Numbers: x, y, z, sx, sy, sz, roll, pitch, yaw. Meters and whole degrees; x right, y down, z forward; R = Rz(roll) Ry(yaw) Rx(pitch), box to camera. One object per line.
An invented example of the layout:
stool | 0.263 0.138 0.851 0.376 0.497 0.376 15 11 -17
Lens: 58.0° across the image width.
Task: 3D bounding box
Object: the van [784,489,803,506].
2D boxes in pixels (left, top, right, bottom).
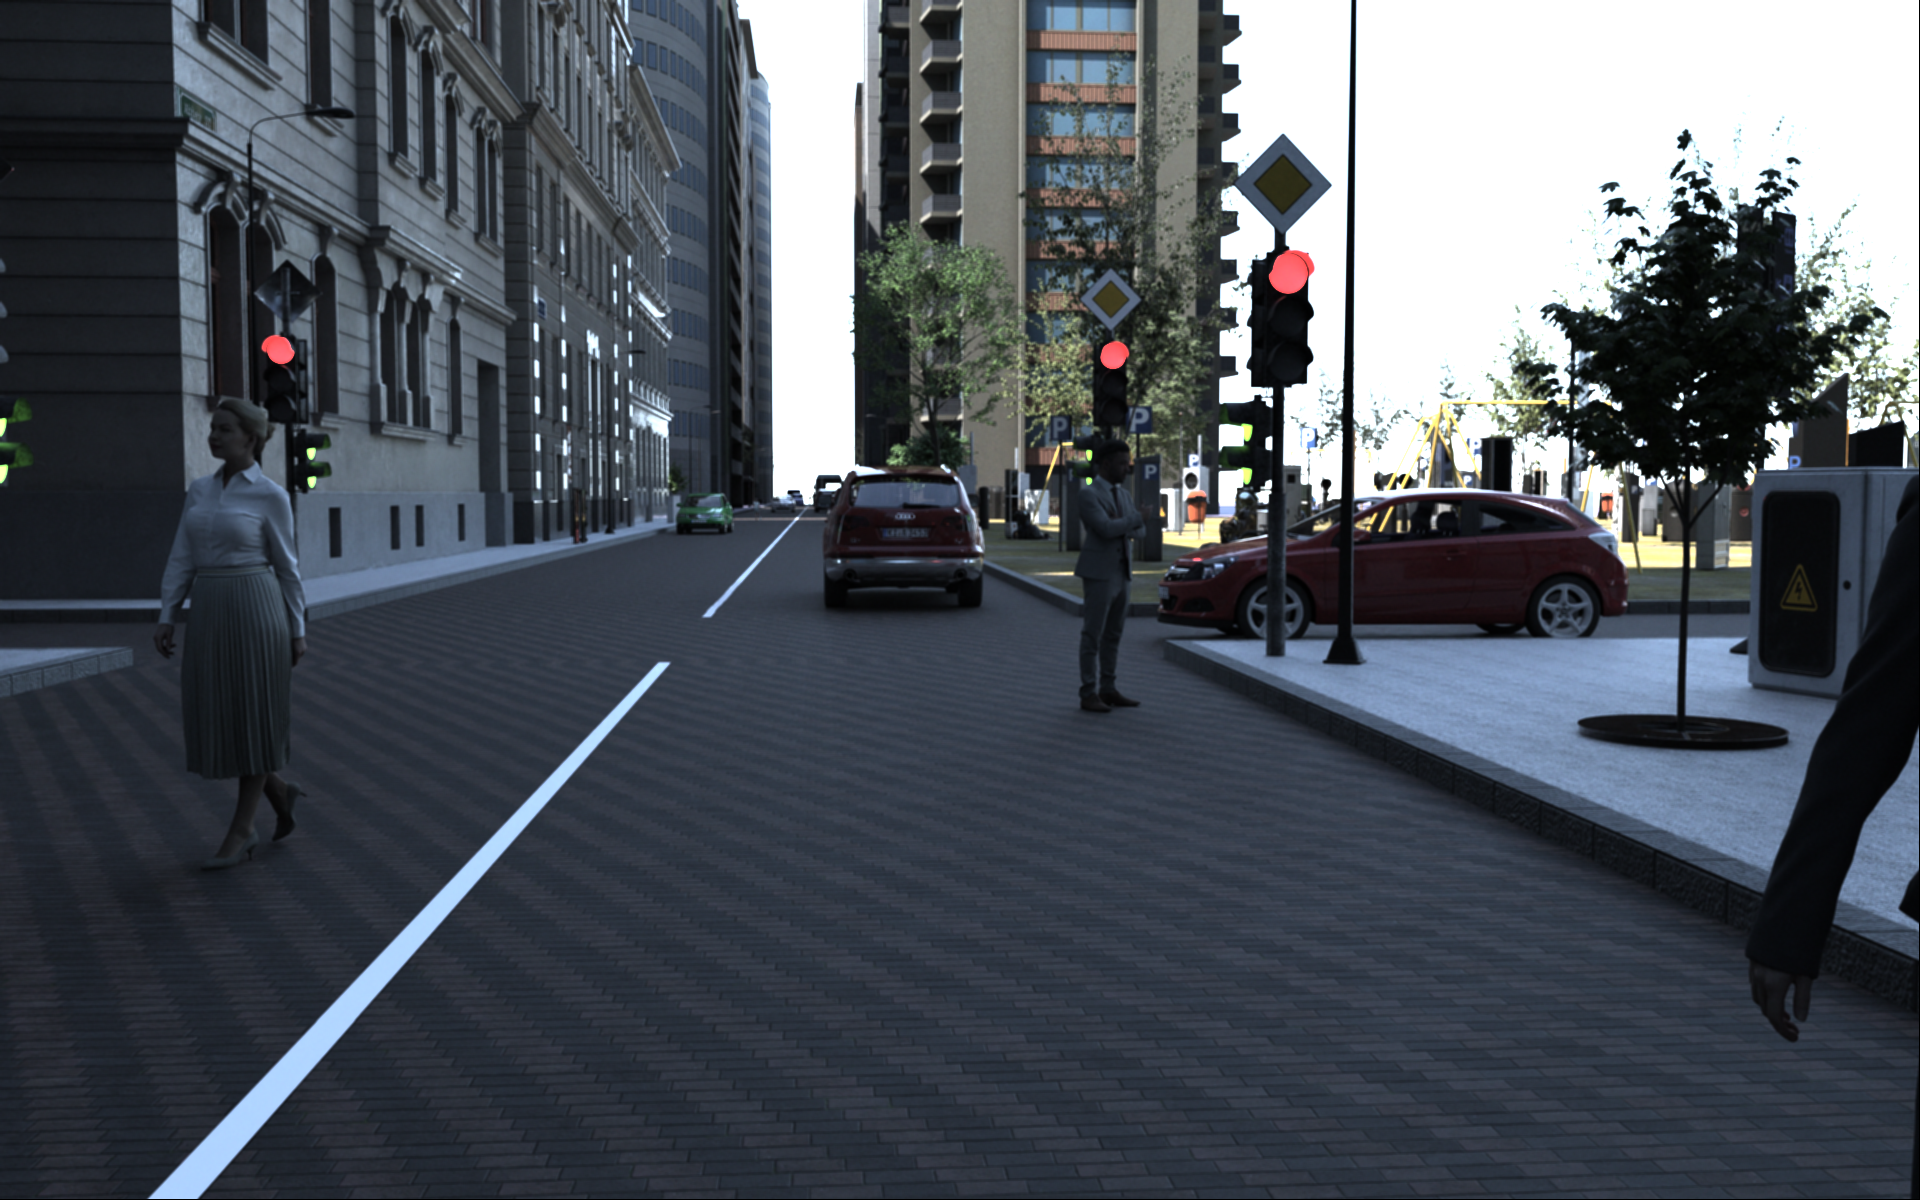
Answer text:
van | -19.868 -12.396 207.060 2.240 2.365 5.245 0 4 -6

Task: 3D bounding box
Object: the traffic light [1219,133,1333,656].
traffic light | 2.490 -1.513 13.652 0.839 4.253 0.868 0 4 -5

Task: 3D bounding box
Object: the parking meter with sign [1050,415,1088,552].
parking meter with sign | 2.783 -2.622 39.133 0.543 3.016 1.738 3 5 41

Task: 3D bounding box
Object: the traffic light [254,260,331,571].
traffic light | -8.033 -1.950 20.796 0.839 4.253 0.868 0 4 -5

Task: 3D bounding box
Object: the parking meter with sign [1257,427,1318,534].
parking meter with sign | 8.486 -2.983 45.040 1.738 3.016 0.543 -2 4 -35

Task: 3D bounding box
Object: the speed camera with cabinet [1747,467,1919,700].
speed camera with cabinet | 5.778 -0.991 10.534 0.660 3.252 2.038 -1 4 -17

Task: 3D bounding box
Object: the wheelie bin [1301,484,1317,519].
wheelie bin | 10.410 -2.752 52.903 0.980 1.594 0.693 1 4 13

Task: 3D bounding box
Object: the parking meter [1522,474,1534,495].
parking meter | 16.790 -2.784 51.234 0.255 1.863 0.399 2 4 32

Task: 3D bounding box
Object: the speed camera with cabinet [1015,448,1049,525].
speed camera with cabinet | 2.954 -4.833 73.352 0.660 3.252 2.038 -2 4 -34

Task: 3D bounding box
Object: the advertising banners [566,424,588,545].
advertising banners | -9.850 -2.953 44.468 0.090 3.025 2.074 0 4 1

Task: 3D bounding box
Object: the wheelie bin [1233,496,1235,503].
wheelie bin | 12.449 -4.163 75.973 0.980 1.594 0.693 1 4 19

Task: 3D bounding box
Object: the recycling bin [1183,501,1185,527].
recycling bin | 8.156 -3.304 66.581 0.722 1.027 0.722 -3 5 -41

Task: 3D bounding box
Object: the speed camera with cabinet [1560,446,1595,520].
speed camera with cabinet | 25.614 -4.740 71.842 2.038 3.252 0.660 -3 5 -45

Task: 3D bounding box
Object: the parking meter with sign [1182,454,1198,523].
parking meter with sign | 9.982 -4.894 76.273 0.543 3.016 1.738 -1 4 -12

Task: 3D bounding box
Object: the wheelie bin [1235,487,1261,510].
wheelie bin | 10.394 -3.315 62.102 0.693 1.594 0.980 1 4 19

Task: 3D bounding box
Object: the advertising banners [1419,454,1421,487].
advertising banners | 18.516 -4.478 69.406 0.090 3.025 2.074 1 4 21

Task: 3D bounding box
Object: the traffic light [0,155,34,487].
traffic light | -7.387 -1.463 12.837 0.839 4.253 0.868 0 4 -5

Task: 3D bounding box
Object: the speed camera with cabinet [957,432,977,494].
speed camera with cabinet | 0.124 -3.770 55.975 0.660 3.252 2.038 0 4 -6

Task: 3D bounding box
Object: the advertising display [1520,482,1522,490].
advertising display | 29.280 -5.187 90.027 0.123 1.923 0.974 0 4 -1

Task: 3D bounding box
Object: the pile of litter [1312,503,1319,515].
pile of litter | 20.489 -5.152 98.206 1.719 0.858 1.176 3 4 39

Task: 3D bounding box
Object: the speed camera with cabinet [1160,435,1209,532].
speed camera with cabinet | 7.387 -3.909 58.240 0.660 3.252 2.038 -3 5 -45

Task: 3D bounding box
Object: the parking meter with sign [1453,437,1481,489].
parking meter with sign | 15.675 -3.525 53.898 0.543 3.016 1.738 0 4 -6

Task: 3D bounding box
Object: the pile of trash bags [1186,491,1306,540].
pile of trash bags | 8.106 -2.406 49.097 3.447 1.369 1.912 0 4 -6

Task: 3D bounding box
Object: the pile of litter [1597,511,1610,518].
pile of litter | 34.324 -4.749 91.616 1.719 0.858 1.176 -3 5 -43

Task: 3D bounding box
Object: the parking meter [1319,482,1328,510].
parking meter | 18.245 -4.964 86.864 0.399 1.863 0.255 0 4 -4

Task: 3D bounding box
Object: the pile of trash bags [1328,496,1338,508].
pile of trash bags | 21.357 -5.145 93.868 3.447 1.369 1.912 1 4 12

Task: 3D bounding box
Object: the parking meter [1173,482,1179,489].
parking meter | 10.220 -4.640 81.569 0.399 1.863 0.255 2 4 25

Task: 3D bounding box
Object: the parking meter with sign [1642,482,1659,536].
parking meter with sign | 21.179 -3.479 53.148 0.543 3.016 1.738 1 4 22

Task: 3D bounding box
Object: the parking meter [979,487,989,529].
parking meter | 0.873 -3.343 63.072 0.372 1.533 0.369 0 3 0

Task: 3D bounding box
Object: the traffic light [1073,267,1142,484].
traffic light | 1.844 -1.999 21.611 0.839 4.253 0.868 0 4 -5

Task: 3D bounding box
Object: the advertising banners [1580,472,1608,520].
advertising banners | 31.542 -5.531 86.626 2.074 3.025 0.090 -1 4 -15

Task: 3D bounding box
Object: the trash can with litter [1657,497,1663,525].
trash can with litter | 29.307 -3.741 72.548 0.624 1.170 1.055 3 5 43

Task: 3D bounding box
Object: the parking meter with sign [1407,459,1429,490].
parking meter with sign | 22.454 -5.506 86.278 1.738 3.016 0.543 -2 4 -25

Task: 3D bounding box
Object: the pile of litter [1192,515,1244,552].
pile of litter | 5.269 -1.313 35.440 1.176 0.858 1.719 2 4 35

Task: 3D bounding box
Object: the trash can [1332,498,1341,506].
trash can | 12.917 -2.863 58.467 0.748 1.137 0.748 0 3 0

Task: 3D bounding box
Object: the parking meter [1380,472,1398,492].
parking meter | 11.278 -2.437 45.557 0.255 1.863 0.399 -3 4 -37

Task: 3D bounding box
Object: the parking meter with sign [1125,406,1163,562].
parking meter with sign | 3.606 -2.282 33.573 0.543 3.016 1.738 0 4 -5

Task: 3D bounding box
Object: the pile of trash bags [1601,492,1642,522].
pile of trash bags | 30.589 -4.161 77.789 3.447 1.369 1.912 2 4 25

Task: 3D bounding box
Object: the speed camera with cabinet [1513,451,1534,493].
speed camera with cabinet | 26.008 -5.212 79.547 2.038 3.252 0.660 -3 5 -42

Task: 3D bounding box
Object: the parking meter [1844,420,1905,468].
parking meter | 7.274 -0.497 13.832 0.399 1.863 0.255 1 4 13

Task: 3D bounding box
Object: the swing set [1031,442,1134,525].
swing set | 3.949 -3.360 52.557 2.862 2.851 3.119 -3 4 -38

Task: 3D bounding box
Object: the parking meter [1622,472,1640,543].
parking meter | 17.670 -2.440 45.605 0.399 1.863 0.255 -1 4 -21

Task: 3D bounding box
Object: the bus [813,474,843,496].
bus | -12.514 -10.386 164.672 2.948 3.499 13.247 0 4 -5

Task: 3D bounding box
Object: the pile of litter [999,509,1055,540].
pile of litter | 1.914 -2.154 49.184 1.176 0.858 1.719 -3 5 -39
